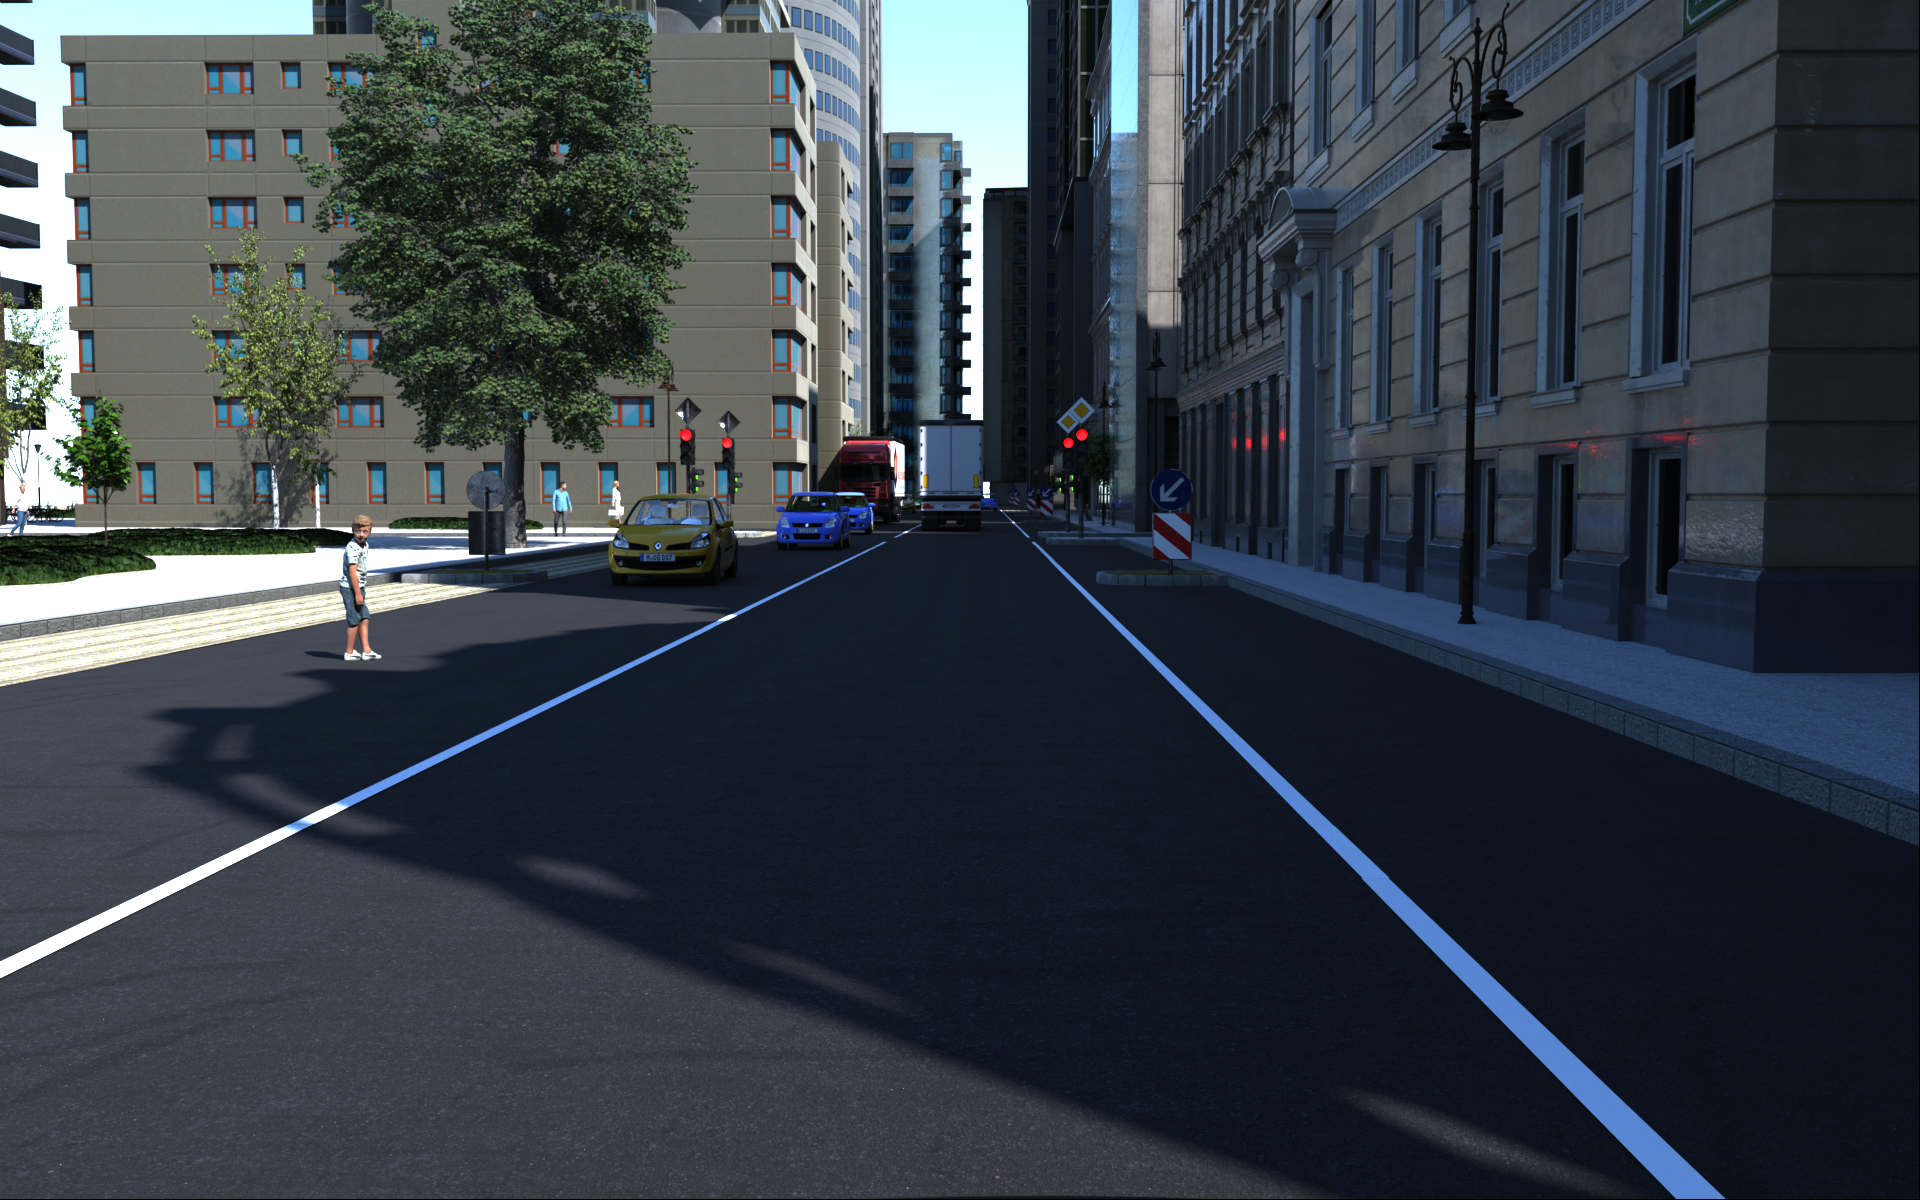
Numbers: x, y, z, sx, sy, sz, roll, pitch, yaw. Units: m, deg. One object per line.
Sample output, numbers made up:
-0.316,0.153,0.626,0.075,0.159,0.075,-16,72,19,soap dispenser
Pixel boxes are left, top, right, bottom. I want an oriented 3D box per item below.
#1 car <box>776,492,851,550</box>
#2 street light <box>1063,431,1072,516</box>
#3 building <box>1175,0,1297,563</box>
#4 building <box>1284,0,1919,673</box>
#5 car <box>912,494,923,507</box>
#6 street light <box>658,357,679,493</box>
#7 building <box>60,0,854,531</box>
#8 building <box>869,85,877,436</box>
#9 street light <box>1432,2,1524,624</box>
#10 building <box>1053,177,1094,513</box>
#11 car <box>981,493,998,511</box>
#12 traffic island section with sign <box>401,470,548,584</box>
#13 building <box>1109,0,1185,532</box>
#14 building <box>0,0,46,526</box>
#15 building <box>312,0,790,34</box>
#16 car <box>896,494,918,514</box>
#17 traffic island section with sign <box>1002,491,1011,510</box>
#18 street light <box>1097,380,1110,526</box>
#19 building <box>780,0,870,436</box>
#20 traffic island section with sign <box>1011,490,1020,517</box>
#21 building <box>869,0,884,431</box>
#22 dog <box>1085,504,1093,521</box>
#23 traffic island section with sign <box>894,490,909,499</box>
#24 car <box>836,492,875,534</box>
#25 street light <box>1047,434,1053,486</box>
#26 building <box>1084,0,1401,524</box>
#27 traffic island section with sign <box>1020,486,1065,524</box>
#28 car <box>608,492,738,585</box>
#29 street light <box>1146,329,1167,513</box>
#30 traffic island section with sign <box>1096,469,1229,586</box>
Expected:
-3.849,-2.213,45.771,1.945,1.707,3.694,0,4,1,car
6.292,-7.900,101.946,0.468,5.910,1.993,0,4,1,street light
10.841,-11.713,40.653,9.793,20.994,18.267,0,4,1,building
12.036,-14.388,21.149,13.634,28.700,20.117,0,4,1,building
-3.942,-9.409,162.640,1.959,1.807,4.718,0,4,1,car
-9.843,-5.248,58.599,0.468,5.910,1.993,0,4,1,street light
-19.811,-14.360,79.823,27.650,21.520,28.899,0,4,1,building
-15.575,-29.656,168.474,14.154,41.232,14.086,0,4,1,building
5.021,-2.703,16.974,0.468,5.910,1.993,0,4,1,street light
14.053,-18.267,117.734,14.314,24.678,30.058,0,4,1,building
2.288,-8.367,146.396,1.945,1.707,3.694,0,3,0,car
-7.895,-1.214,28.472,1.989,1.847,2.006,0,4,1,traffic island section with sign
15.868,-14.982,62.970,19.932,24.808,12.078,0,4,1,building
-45.278,-25.328,64.223,14.200,45.320,14.600,0,4,1,building
-24.810,-25.881,115.035,32.217,40.220,23.993,0,4,1,building
-4.117,-7.213,128.155,2.015,1.641,3.980,0,4,0,car
5.093,-9.280,160.357,1.989,1.847,2.006,0,4,1,traffic island section with sign
5.840,-5.966,70.338,0.468,5.910,1.993,0,4,1,street light
-19.082,-36.985,146.701,21.231,58.520,28.212,0,4,1,building
4.376,-6.185,109.750,1.989,1.847,2.006,0,4,1,traffic island section with sign
-19.548,-46.456,197.807,20.611,71.187,20.563,0,4,1,building
6.165,-4.108,81.544,0.800,0.831,0.513,-1,4,-22,dog
-6.025,-9.305,160.762,1.989,1.847,2.006,0,4,1,traffic island section with sign
-4.022,-3.245,62.653,1.945,1.707,3.694,0,4,-1,car
6.834,-9.772,132.563,0.468,5.910,1.993,0,4,1,street light
13.831,-18.705,91.726,13.634,28.700,20.117,0,4,1,building
3.997,-4.536,82.797,1.989,1.847,2.006,0,4,1,traffic island section with sign
-4.679,-1.120,28.543,2.015,1.641,3.980,0,4,-1,car
5.496,-4.638,48.621,0.468,5.910,1.993,0,4,1,street light
3.229,-1.184,27.987,1.989,1.847,2.006,0,4,1,traffic island section with sign
